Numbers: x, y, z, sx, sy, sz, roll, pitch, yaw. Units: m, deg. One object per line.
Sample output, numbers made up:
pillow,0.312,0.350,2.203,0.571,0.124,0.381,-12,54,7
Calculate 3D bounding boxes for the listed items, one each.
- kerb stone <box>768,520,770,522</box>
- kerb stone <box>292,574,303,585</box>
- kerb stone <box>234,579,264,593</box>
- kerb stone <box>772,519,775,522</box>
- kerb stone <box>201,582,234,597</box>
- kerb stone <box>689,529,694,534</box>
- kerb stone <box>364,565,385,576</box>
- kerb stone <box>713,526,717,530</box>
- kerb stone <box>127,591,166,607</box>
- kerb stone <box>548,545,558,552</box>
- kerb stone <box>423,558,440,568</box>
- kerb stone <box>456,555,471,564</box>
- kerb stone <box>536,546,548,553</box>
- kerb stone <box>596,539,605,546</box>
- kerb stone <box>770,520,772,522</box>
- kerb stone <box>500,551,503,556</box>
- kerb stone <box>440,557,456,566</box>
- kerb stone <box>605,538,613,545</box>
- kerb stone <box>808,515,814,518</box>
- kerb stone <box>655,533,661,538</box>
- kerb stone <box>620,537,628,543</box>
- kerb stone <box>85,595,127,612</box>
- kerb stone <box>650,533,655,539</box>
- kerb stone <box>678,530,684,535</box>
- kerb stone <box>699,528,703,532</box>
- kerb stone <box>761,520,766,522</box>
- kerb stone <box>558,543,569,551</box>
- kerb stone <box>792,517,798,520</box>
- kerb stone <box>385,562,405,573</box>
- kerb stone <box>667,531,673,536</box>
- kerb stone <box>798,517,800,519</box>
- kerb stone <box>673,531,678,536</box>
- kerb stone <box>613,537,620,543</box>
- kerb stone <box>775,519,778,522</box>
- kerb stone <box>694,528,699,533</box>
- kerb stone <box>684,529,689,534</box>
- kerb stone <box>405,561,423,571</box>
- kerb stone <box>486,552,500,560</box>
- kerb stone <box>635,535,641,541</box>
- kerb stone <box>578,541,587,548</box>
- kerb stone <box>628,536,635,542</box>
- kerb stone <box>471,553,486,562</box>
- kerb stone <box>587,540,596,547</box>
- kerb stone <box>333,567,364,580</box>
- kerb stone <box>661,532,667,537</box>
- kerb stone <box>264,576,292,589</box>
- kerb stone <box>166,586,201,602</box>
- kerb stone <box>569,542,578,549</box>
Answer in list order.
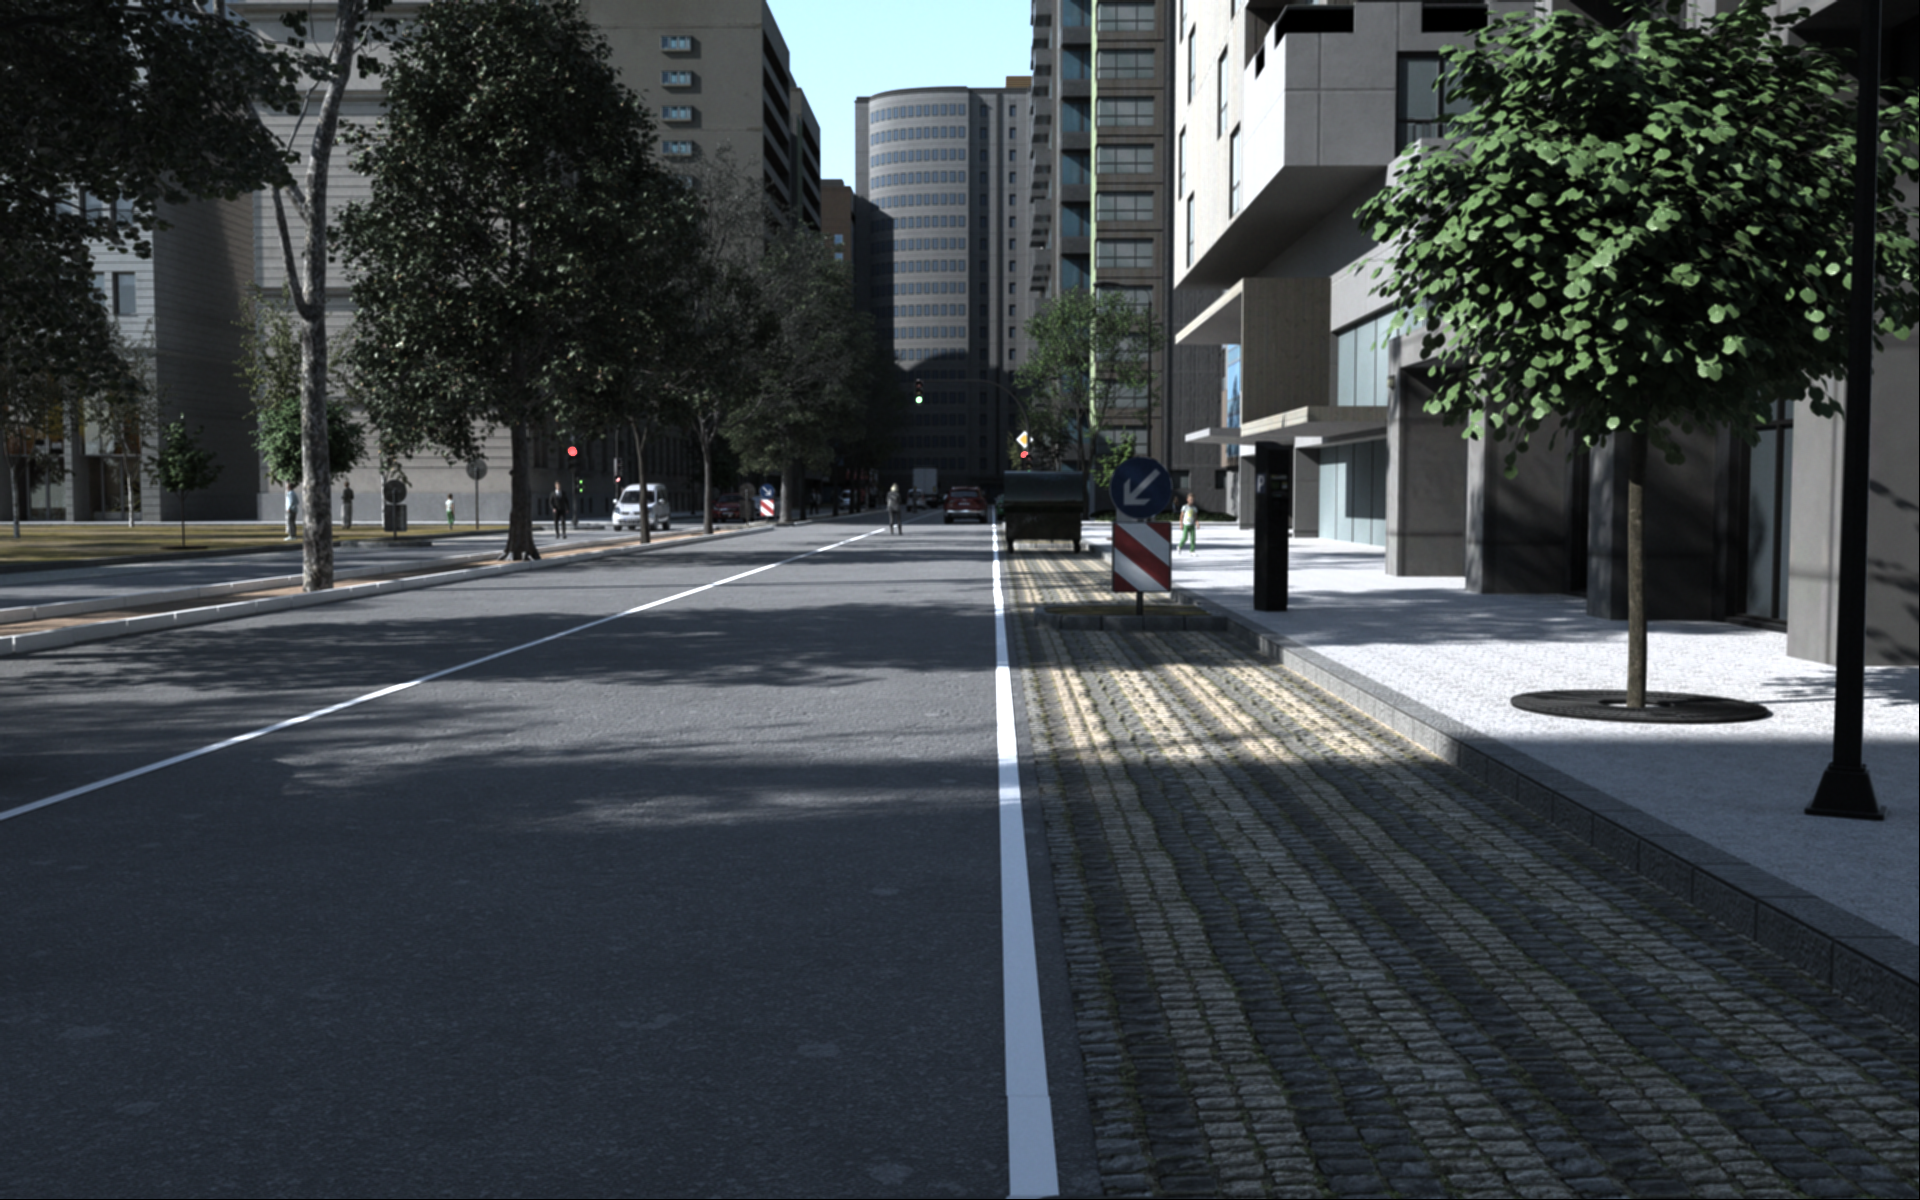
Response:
kerb stone,-9.408,-3.733,83.311,0.120,0.150,1.000,0,4,1
kerb stone,-10.451,-0.318,27.391,0.120,0.150,1.000,0,4,1
kerb stone,-10.491,-0.193,25.348,0.120,0.150,1.000,0,4,1
kerb stone,-9.367,-3.863,85.359,0.120,0.150,1.000,0,4,1
kerb stone,-10.514,-0.130,24.324,0.120,0.150,1.000,0,4,1
kerb stone,-9.806,-2.447,62.231,0.120,0.150,1.000,0,4,1
kerb stone,-10.403,-0.505,30.472,0.120,0.150,1.000,0,4,1
kerb stone,-9.671,-2.886,69.411,0.120,0.150,1.000,0,4,1
kerb stone,-10.547,-0.005,22.278,0.120,0.150,1.000,0,4,1
kerb stone,-10.165,-1.258,42.764,0.120,0.150,1.000,0,4,1
kerb stone,-10.336,-0.689,33.537,0.120,0.150,1.000,0,4,1
kerb stone,-10.301,-0.819,35.588,0.120,0.150,1.000,0,4,1
kerb stone,-10.181,-1.193,41.742,0.120,0.150,1.000,0,4,1
kerb stone,-10.068,-1.571,47.877,0.120,0.150,1.000,0,4,1
kerb stone,-9.389,-3.801,84.337,0.120,0.150,1.000,0,4,1
kerb stone,-10.244,-1.003,38.659,0.120,0.150,1.000,0,4,1
kerb stone,-10.319,-0.756,34.562,0.120,0.150,1.000,0,4,1
kerb stone,-10.051,-1.632,48.899,0.120,0.150,1.000,0,4,1
kerb stone,-9.026,-4.991,103.818,0.120,0.150,1.000,0,4,1
kerb stone,-9.915,-2.073,56.086,0.120,0.150,1.000,0,4,1
kerb stone,-10.012,-1.759,50.948,0.120,0.150,1.000,0,4,1
kerb stone,-10.564,0.063,21.252,0.120,0.150,1.000,0,4,1
kerb stone,-9.941,-2.010,55.063,0.120,0.150,1.000,0,4,1
kerb stone,-9.836,-2.323,60.174,0.120,0.150,1.000,0,4,1
kerb stone,-9.768,-2.574,64.281,0.120,0.150,1.000,0,4,1
kerb stone,-9.427,-3.675,82.281,0.120,0.150,1.000,0,4,1
kerb stone,-10.145,-1.321,43.790,0.120,0.150,1.000,0,4,1
kerb stone,-9.182,-4.491,95.625,0.120,0.150,1.000,0,4,1
kerb stone,-10.372,-0.569,31.493,0.120,0.150,1.000,0,4,1
kerb stone,-9.874,-2.198,58.130,0.120,0.150,1.000,0,4,1
kerb stone,-9.159,-4.554,96.647,0.120,0.150,1.000,0,4,1
kerb stone,-9.865,-2.260,59.152,0.120,0.150,1.000,0,4,1
kerb stone,-10.033,-1.696,49.922,0.120,0.150,1.000,0,4,1
kerb stone,-9.348,-3.926,86.381,0.120,0.150,1.000,0,4,1
kerb stone,-9.783,-2.511,63.252,0.120,0.150,1.000,0,4,1
kerb stone,-9.823,-2.378,61.205,0.120,0.150,1.000,0,4,1
kerb stone,-10.360,-0.631,32.515,0.120,0.150,1.000,0,4,1
kerb stone,-10.264,-0.939,37.637,0.120,0.150,1.000,0,4,1
kerb stone,-9.979,-1.884,53.007,0.120,0.150,1.000,0,4,1
kerb stone,-10.112,-1.446,45.834,0.120,0.150,1.000,0,4,1
kerb stone,-9.993,-1.822,51.984,0.120,0.150,1.000,0,4,1
kerb stone,-10.278,-0.882,36.612,0.120,0.150,1.000,0,4,1
kerb stone,-10.090,-1.508,46.855,0.120,0.150,1.000,0,4,1
kerb stone,-10.418,-0.443,29.445,0.120,0.150,1.000,0,4,1
kerb stone,-9.897,-2.128,57.109,0.120,0.150,1.000,0,4,1
kerb stone,-10.477,-0.255,26.370,0.120,0.150,1.000,0,4,1
kerb stone,-10.536,-0.059,23.300,0.120,0.150,1.000,0,4,1
kerb stone,-10.129,-1.380,44.812,0.120,0.150,1.000,0,4,1
